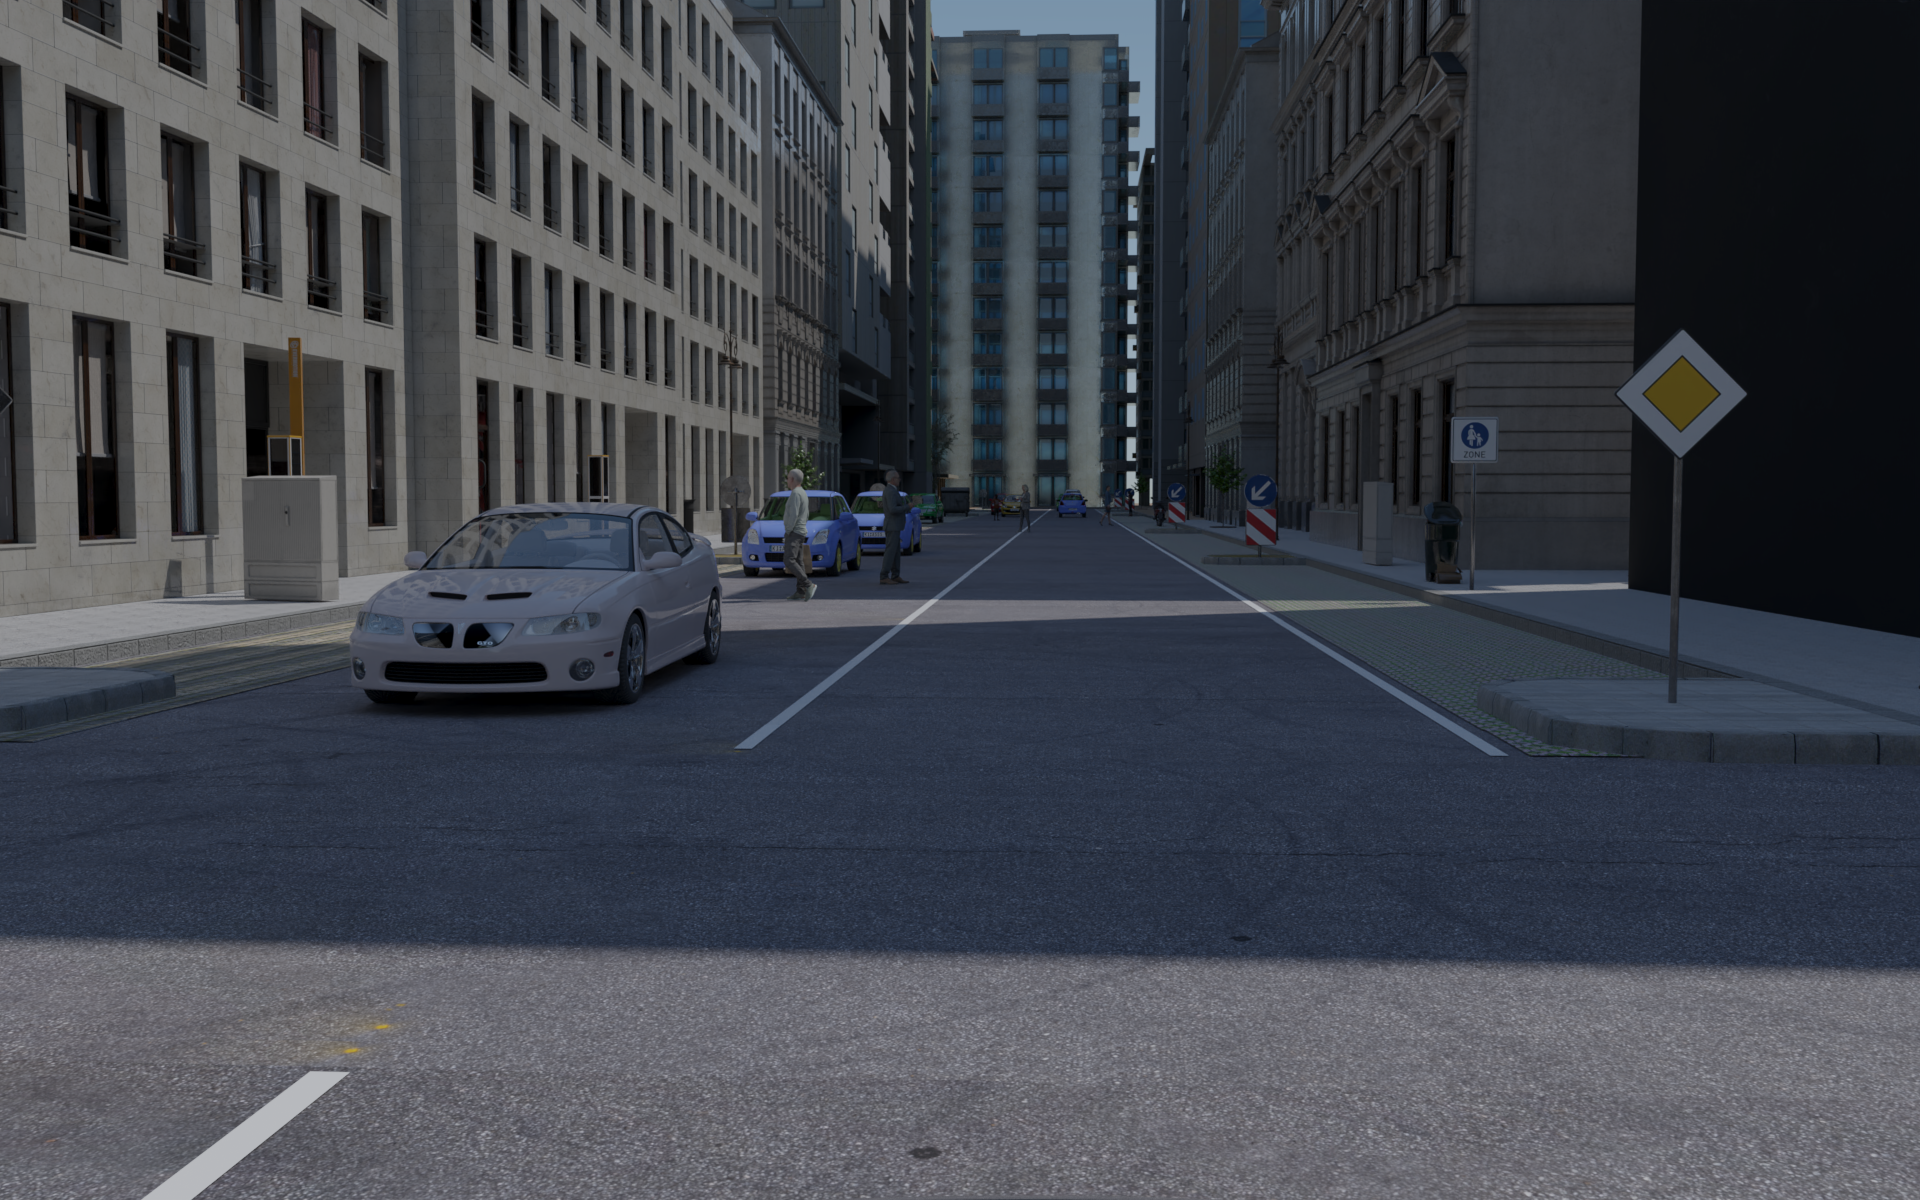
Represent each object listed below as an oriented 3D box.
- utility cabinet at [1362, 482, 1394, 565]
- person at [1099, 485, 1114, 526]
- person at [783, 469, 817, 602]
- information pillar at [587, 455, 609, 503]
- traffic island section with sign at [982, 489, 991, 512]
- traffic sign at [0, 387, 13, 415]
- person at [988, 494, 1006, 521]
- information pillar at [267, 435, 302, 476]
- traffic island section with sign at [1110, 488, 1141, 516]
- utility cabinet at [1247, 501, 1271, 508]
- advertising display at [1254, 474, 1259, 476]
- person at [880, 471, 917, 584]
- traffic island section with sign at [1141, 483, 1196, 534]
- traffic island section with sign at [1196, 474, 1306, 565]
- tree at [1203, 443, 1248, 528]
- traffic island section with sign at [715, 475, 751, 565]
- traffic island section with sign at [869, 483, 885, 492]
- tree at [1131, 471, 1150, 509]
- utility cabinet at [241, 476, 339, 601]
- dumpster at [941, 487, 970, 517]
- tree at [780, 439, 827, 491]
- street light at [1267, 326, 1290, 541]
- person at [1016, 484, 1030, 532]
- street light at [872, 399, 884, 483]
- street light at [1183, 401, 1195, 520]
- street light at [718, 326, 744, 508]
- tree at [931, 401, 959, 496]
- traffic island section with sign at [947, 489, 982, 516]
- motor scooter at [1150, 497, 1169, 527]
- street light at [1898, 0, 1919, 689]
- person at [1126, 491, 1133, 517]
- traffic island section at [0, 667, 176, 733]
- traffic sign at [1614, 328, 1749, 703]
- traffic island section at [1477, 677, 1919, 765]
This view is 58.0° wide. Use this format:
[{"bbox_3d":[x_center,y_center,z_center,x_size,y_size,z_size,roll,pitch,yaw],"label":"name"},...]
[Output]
[{"bbox_3d":[7.587,-1.390,31.409,0.318,1.500,1.173,0,4,2],"label":"utility cabinet"},{"bbox_3d":[6.667,-4.290,78.671,0.654,1.822,0.581,1,4,20],"label":"person"},{"bbox_3d":[-2.153,-0.881,23.387,0.515,1.767,0.782,0,4,4],"label":"person"},{"bbox_3d":[-6.843,-1.732,32.812,0.304,2.012,0.304,1,4,11],"label":"information pillar"},{"bbox_3d":[1.927,-8.022,139.784,1.989,1.847,2.006,0,4,4],"label":"traffic island section with sign"},{"bbox_3d":[-6.548,-0.467,11.286,0.795,2.450,0.064,0,4,4],"label":"traffic sign"},{"bbox_3d":[1.984,-5.020,93.837,1.065,1.426,0.557,-2,4,-25],"label":"person"},{"bbox_3d":[-8.515,-1.064,21.893,0.304,2.012,0.304,0,4,7],"label":"information pillar"},{"bbox_3d":[10.868,-6.340,112.284,1.989,1.847,2.006,0,4,4],"label":"traffic island section with sign"},{"bbox_3d":[8.646,-2.382,50.114,0.306,1.237,1.020,-1,4,-17],"label":"utility cabinet"},{"bbox_3d":[9.716,-3.143,56.605,0.123,1.923,0.974,0,4,3],"label":"advertising display"},{"bbox_3d":[-0.990,-1.154,27.547,0.590,1.801,0.661,-1,4,-9],"label":"person"},{"bbox_3d":[7.731,-3.328,63.048,1.989,1.847,2.006,0,4,4],"label":"traffic island section with sign"},{"bbox_3d":[5.983,-1.648,35.570,1.989,1.847,2.006,0,4,4],"label":"traffic island section with sign"},{"bbox_3d":[10.168,-4.364,65.957,1.663,3.219,1.824,0,3,0],"label":"tree"},{"bbox_3d":[-4.687,-1.667,35.883,1.989,1.847,2.006,0,4,4],"label":"traffic island section with sign"},{"bbox_3d":[-2.949,-3.327,63.025,1.989,1.847,2.006,0,4,4],"label":"traffic island section with sign"},{"bbox_3d":[15.187,-9.267,146.124,1.663,3.219,1.824,0,3,0],"label":"tree"},{"bbox_3d":[-8.029,-0.738,20.737,1.173,1.500,0.318,1,4,21],"label":"utility cabinet"},{"bbox_3d":[-0.290,-6.131,108.453,1.865,1.857,1.264,0,4,4],"label":"dumpster"},{"bbox_3d":[-5.527,-4.085,61.390,1.663,3.219,1.824,0,3,0],"label":"tree"},{"bbox_3d":[8.748,-4.584,47.736,0.468,5.910,1.993,0,4,4],"label":"street light"},{"bbox_3d":[2.402,-3.438,64.892,0.526,1.800,0.537,-2,4,-24],"label":"person"},{"bbox_3d":[-3.959,-6.814,84.201,0.468,5.910,1.993,0,4,4],"label":"street light"},{"bbox_3d":[11.220,-6.866,85.049,0.468,5.910,1.993,0,4,4],"label":"street light"},{"bbox_3d":[-6.331,-4.597,47.948,0.468,5.910,1.993,0,4,4],"label":"street light"},{"bbox_3d":[-2.066,-11.364,136.155,4.360,8.622,3.978,0,3,0],"label":"tree"},{"bbox_3d":[0.222,-6.376,112.883,1.989,1.847,2.006,0,4,4],"label":"traffic island section with sign"},{"bbox_3d":[8.831,-3.904,76.608,0.815,1.314,1.986,0,4,4],"label":"motor scooter"},{"bbox_3d":[6.401,-2.349,11.200,0.468,5.910,1.993,0,4,4],"label":"street light"},{"bbox_3d":[10.754,-6.100,109.712,0.415,1.643,0.593,0,4,3],"label":"person"},{"bbox_3d":[-6.572,0.669,11.349,2.009,0.180,2.903,0,4,4],"label":"traffic island section"},{"bbox_3d":[4.373,-0.424,10.573,0.795,2.450,0.064,0,4,4],"label":"traffic sign"},{"bbox_3d":[4.397,0.711,10.649,2.009,0.180,2.903,0,4,4],"label":"traffic island section"}]
